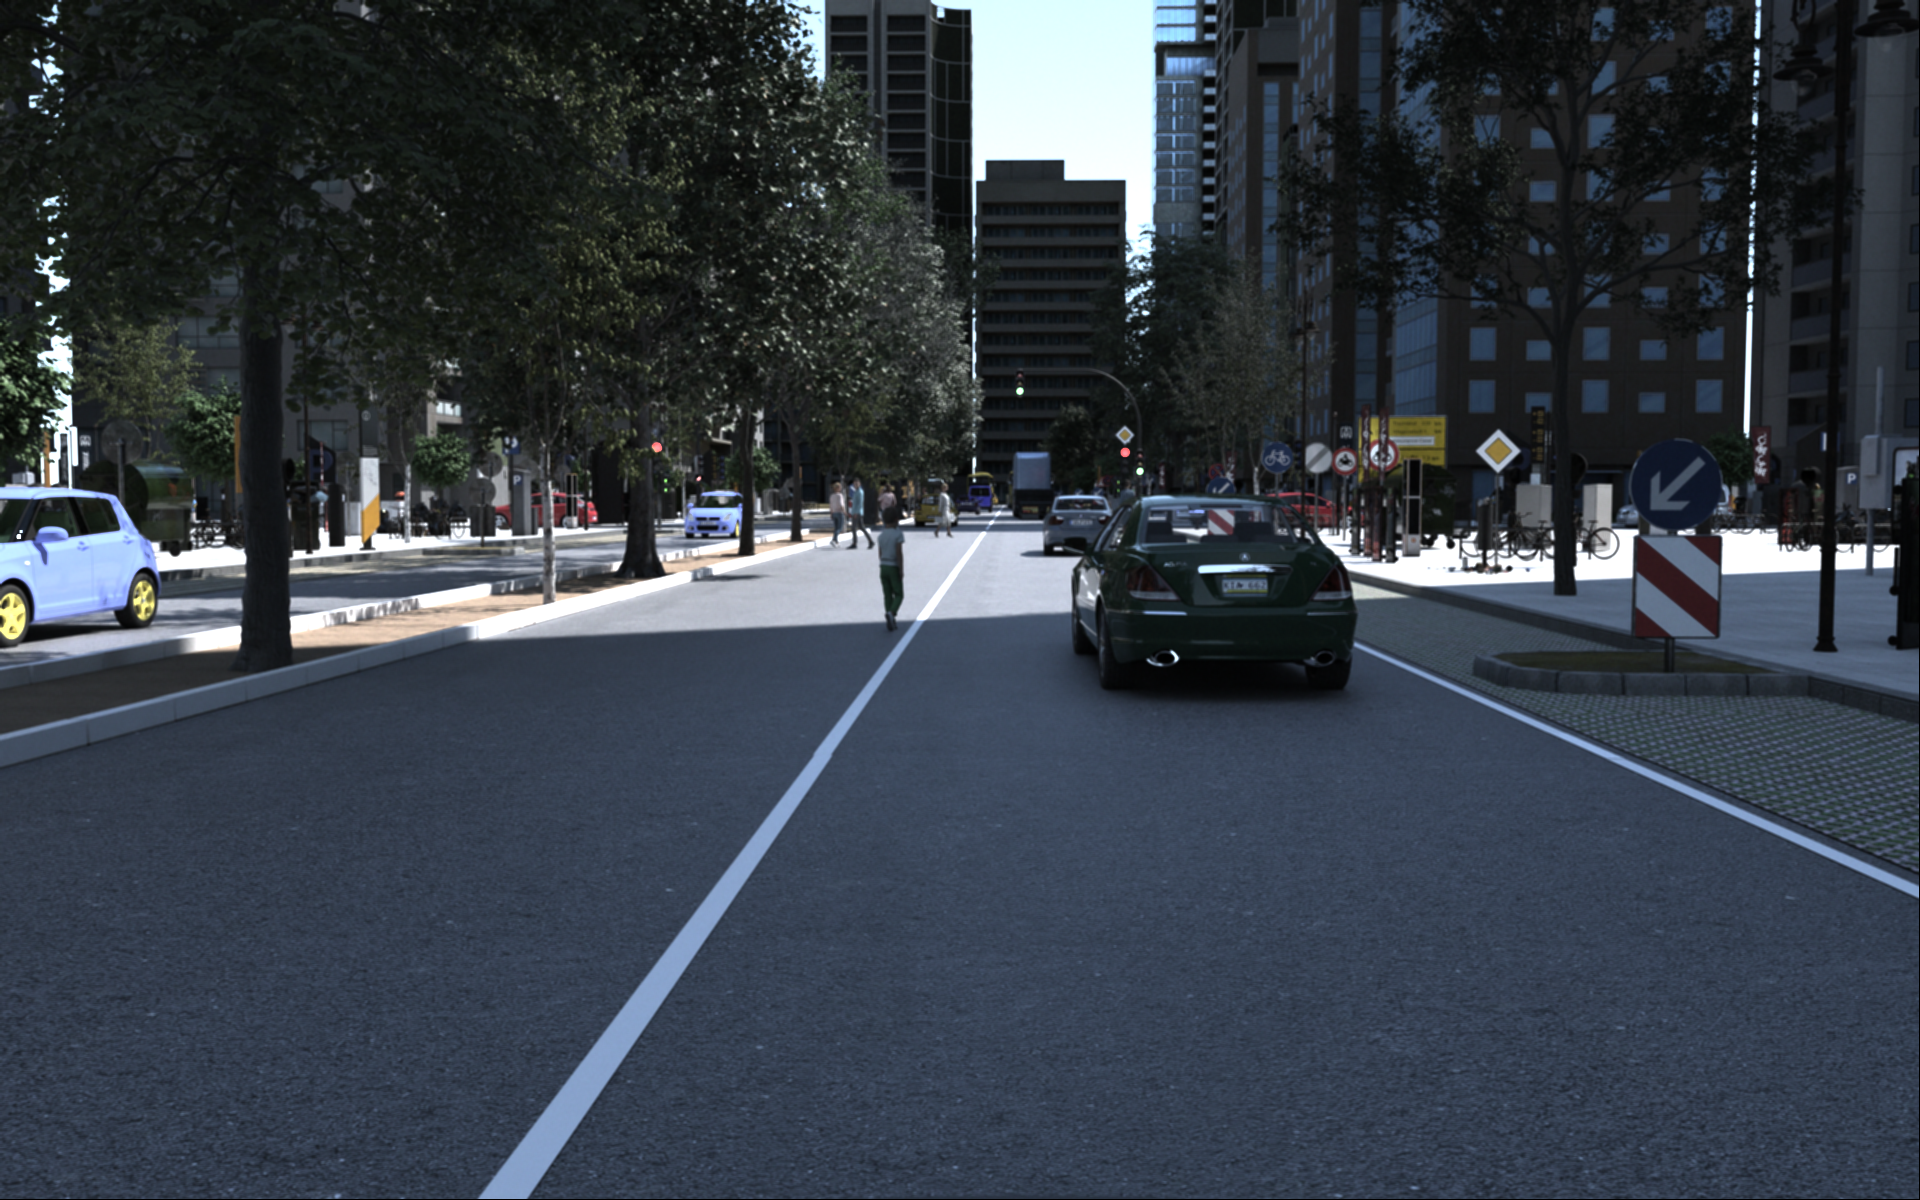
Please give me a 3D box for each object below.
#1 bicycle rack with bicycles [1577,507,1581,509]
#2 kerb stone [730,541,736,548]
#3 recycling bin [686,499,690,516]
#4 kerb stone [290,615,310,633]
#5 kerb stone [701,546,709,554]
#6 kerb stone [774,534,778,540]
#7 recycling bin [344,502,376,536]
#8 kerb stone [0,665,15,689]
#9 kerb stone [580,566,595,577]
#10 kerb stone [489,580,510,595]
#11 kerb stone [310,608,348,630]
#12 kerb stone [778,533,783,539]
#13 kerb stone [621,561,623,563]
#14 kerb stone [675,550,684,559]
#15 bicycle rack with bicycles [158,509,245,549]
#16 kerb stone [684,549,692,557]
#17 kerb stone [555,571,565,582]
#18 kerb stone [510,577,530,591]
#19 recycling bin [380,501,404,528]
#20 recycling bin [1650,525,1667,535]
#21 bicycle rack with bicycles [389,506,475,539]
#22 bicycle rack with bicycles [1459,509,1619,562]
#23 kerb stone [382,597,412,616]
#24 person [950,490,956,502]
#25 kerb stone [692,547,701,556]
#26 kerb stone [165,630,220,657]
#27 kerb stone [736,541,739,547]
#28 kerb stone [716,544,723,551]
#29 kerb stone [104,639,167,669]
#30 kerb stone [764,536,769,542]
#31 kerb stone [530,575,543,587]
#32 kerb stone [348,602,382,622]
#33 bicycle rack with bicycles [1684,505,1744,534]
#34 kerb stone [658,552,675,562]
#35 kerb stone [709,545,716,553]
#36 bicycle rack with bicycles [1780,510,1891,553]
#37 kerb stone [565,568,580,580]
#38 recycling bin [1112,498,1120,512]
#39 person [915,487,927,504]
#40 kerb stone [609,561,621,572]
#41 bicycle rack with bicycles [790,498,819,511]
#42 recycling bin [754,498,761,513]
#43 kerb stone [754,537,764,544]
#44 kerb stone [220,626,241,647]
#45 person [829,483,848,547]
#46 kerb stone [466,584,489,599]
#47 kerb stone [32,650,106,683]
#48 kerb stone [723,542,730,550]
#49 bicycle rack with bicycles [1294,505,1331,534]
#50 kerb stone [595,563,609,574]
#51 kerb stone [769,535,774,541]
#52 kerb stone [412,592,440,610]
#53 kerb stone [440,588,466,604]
[{"bbox_3d":[17.418,-2.239,49.991,2.852,0.926,2.925,2,4,35],"label":"bicycle rack with bicycles"},{"bbox_3d":[-6.064,-1.414,45.311,0.120,0.150,1.000,0,4,2],"label":"kerb stone"},{"bbox_3d":[-17.575,-6.189,113.745,0.722,1.027,0.722,-1,4,-11],"label":"recycling bin"},{"bbox_3d":[-6.905,0.282,17.625,0.120,0.150,1.000,0,4,2],"label":"kerb stone"},{"bbox_3d":[-6.182,-1.163,41.211,0.120,0.150,1.000,0,4,2],"label":"kerb stone"},{"bbox_3d":[-5.815,-1.914,53.513,0.120,0.150,1.000,0,4,2],"label":"kerb stone"},{"bbox_3d":[-18.492,-2.493,53.318,0.722,1.027,0.722,2,4,32],"label":"recycling bin"},{"bbox_3d":[-7.058,0.593,12.499,0.120,0.150,1.000,0,4,2],"label":"kerb stone"},{"bbox_3d":[-6.531,-0.472,29.919,0.120,0.150,1.000,0,4,2],"label":"kerb stone"},{"bbox_3d":[-6.685,-0.159,24.801,0.120,0.150,1.000,0,4,2],"label":"kerb stone"},{"bbox_3d":[-6.864,0.220,18.646,0.120,0.150,1.000,0,4,2],"label":"kerb stone"},{"bbox_3d":[-5.787,-1.978,54.540,0.120,0.150,1.000,0,4,2],"label":"kerb stone"},{"bbox_3d":[-6.435,-0.658,32.983,0.120,0.150,1.000,0,4,2],"label":"kerb stone"},{"bbox_3d":[-6.284,-0.974,38.119,0.120,0.150,1.000,0,4,2],"label":"kerb stone"},{"bbox_3d":[-17.373,-1.671,40.697,2.925,0.926,2.852,-1,4,-8],"label":"bicycle rack with bicycles"},{"bbox_3d":[-6.258,-1.037,39.156,0.120,0.150,1.000,0,4,2],"label":"kerb stone"},{"bbox_3d":[-6.590,-0.347,27.865,0.120,0.150,1.000,0,4,2],"label":"kerb stone"},{"bbox_3d":[-6.654,-0.222,25.822,0.120,0.150,1.000,0,4,2],"label":"kerb stone"},{"bbox_3d":[-20.793,-3.116,63.505,0.722,1.027,0.722,0,4,-4],"label":"recycling bin"},{"bbox_3d":[20.499,-2.319,50.462,0.722,1.027,0.722,1,4,22],"label":"recycling bin"},{"bbox_3d":[-15.403,-2.236,49.941,2.852,0.926,2.925,0,4,7],"label":"bicycle rack with bicycles"},{"bbox_3d":[11.096,-1.274,34.209,2.852,0.926,2.925,-3,5,-40],"label":"bicycle rack with bicycles"},{"bbox_3d":[-6.806,0.092,20.694,0.120,0.150,1.000,0,4,2],"label":"kerb stone"},{"bbox_3d":[-0.713,-9.704,167.238,0.705,1.814,1.350,1,4,18],"label":"person"},{"bbox_3d":[-6.218,-1.098,40.178,0.120,0.150,1.000,0,4,2],"label":"kerb stone"},{"bbox_3d":[-6.968,0.405,15.577,0.120,0.150,1.000,0,4,2],"label":"kerb stone"},{"bbox_3d":[-6.035,-1.477,46.337,0.120,0.150,1.000,0,4,2],"label":"kerb stone"},{"bbox_3d":[-6.127,-1.284,43.259,0.120,0.150,1.000,0,4,2],"label":"kerb stone"},{"bbox_3d":[-6.993,0.469,14.556,0.120,0.150,1.000,0,4,2],"label":"kerb stone"},{"bbox_3d":[-5.880,-1.786,51.461,0.120,0.150,1.000,0,4,2],"label":"kerb stone"},{"bbox_3d":[-6.629,-0.284,26.844,0.120,0.150,1.000,0,4,2],"label":"kerb stone"},{"bbox_3d":[-6.835,0.154,19.673,0.120,0.150,1.000,0,4,2],"label":"kerb stone"},{"bbox_3d":[24.830,-2.605,55.972,2.925,0.926,2.852,2,4,30],"label":"bicycle rack with bicycles"},{"bbox_3d":[-6.315,-0.907,37.091,0.120,0.150,1.000,0,4,2],"label":"kerb stone"},{"bbox_3d":[-6.156,-1.224,42.237,0.120,0.150,1.000,0,4,2],"label":"kerb stone"},{"bbox_3d":[19.481,-1.547,38.678,2.925,0.926,2.852,-2,4,-26],"label":"bicycle rack with bicycles"},{"bbox_3d":[-6.568,-0.409,28.890,0.120,0.150,1.000,0,4,2],"label":"kerb stone"},{"bbox_3d":[10.058,-5.884,108.764,0.722,1.027,0.722,-3,4,-36],"label":"recycling bin"},{"bbox_3d":[-1.890,-4.691,85.559,0.716,1.782,0.532,0,4,1],"label":"person"},{"bbox_3d":[-6.472,-0.597,31.962,0.120,0.150,1.000,0,4,2],"label":"kerb stone"},{"bbox_3d":[-13.048,-7.973,143.739,2.925,0.926,2.852,-2,4,-28],"label":"bicycle rack with bicycles"},{"bbox_3d":[-13.633,-6.256,114.845,0.722,1.027,0.722,1,4,15],"label":"recycling bin"},{"bbox_3d":[-5.913,-1.726,50.438,0.120,0.150,1.000,0,4,2],"label":"kerb stone"},{"bbox_3d":[-6.931,0.342,16.599,0.120,0.150,1.000,0,4,2],"label":"kerb stone"},{"bbox_3d":[-3.307,-2.285,46.529,0.731,1.740,0.598,2,4,33],"label":"person"},{"bbox_3d":[-6.711,-0.096,23.774,0.120,0.150,1.000,0,4,2],"label":"kerb stone"},{"bbox_3d":[-7.018,0.534,13.534,0.120,0.150,1.000,0,4,2],"label":"kerb stone"},{"bbox_3d":[-6.097,-1.351,44.280,0.120,0.150,1.000,0,4,2],"label":"kerb stone"},{"bbox_3d":[10.687,-2.616,56.161,2.925,0.926,2.852,0,4,-4],"label":"bicycle rack with bicycles"},{"bbox_3d":[-6.501,-0.535,30.940,0.120,0.150,1.000,0,4,2],"label":"kerb stone"},{"bbox_3d":[-5.856,-1.853,52.486,0.120,0.150,1.000,0,4,2],"label":"kerb stone"},{"bbox_3d":[-6.779,0.029,21.723,0.120,0.150,1.000,0,4,2],"label":"kerb stone"},{"bbox_3d":[-6.743,-0.034,22.746,0.120,0.150,1.000,0,4,2],"label":"kerb stone"}]
